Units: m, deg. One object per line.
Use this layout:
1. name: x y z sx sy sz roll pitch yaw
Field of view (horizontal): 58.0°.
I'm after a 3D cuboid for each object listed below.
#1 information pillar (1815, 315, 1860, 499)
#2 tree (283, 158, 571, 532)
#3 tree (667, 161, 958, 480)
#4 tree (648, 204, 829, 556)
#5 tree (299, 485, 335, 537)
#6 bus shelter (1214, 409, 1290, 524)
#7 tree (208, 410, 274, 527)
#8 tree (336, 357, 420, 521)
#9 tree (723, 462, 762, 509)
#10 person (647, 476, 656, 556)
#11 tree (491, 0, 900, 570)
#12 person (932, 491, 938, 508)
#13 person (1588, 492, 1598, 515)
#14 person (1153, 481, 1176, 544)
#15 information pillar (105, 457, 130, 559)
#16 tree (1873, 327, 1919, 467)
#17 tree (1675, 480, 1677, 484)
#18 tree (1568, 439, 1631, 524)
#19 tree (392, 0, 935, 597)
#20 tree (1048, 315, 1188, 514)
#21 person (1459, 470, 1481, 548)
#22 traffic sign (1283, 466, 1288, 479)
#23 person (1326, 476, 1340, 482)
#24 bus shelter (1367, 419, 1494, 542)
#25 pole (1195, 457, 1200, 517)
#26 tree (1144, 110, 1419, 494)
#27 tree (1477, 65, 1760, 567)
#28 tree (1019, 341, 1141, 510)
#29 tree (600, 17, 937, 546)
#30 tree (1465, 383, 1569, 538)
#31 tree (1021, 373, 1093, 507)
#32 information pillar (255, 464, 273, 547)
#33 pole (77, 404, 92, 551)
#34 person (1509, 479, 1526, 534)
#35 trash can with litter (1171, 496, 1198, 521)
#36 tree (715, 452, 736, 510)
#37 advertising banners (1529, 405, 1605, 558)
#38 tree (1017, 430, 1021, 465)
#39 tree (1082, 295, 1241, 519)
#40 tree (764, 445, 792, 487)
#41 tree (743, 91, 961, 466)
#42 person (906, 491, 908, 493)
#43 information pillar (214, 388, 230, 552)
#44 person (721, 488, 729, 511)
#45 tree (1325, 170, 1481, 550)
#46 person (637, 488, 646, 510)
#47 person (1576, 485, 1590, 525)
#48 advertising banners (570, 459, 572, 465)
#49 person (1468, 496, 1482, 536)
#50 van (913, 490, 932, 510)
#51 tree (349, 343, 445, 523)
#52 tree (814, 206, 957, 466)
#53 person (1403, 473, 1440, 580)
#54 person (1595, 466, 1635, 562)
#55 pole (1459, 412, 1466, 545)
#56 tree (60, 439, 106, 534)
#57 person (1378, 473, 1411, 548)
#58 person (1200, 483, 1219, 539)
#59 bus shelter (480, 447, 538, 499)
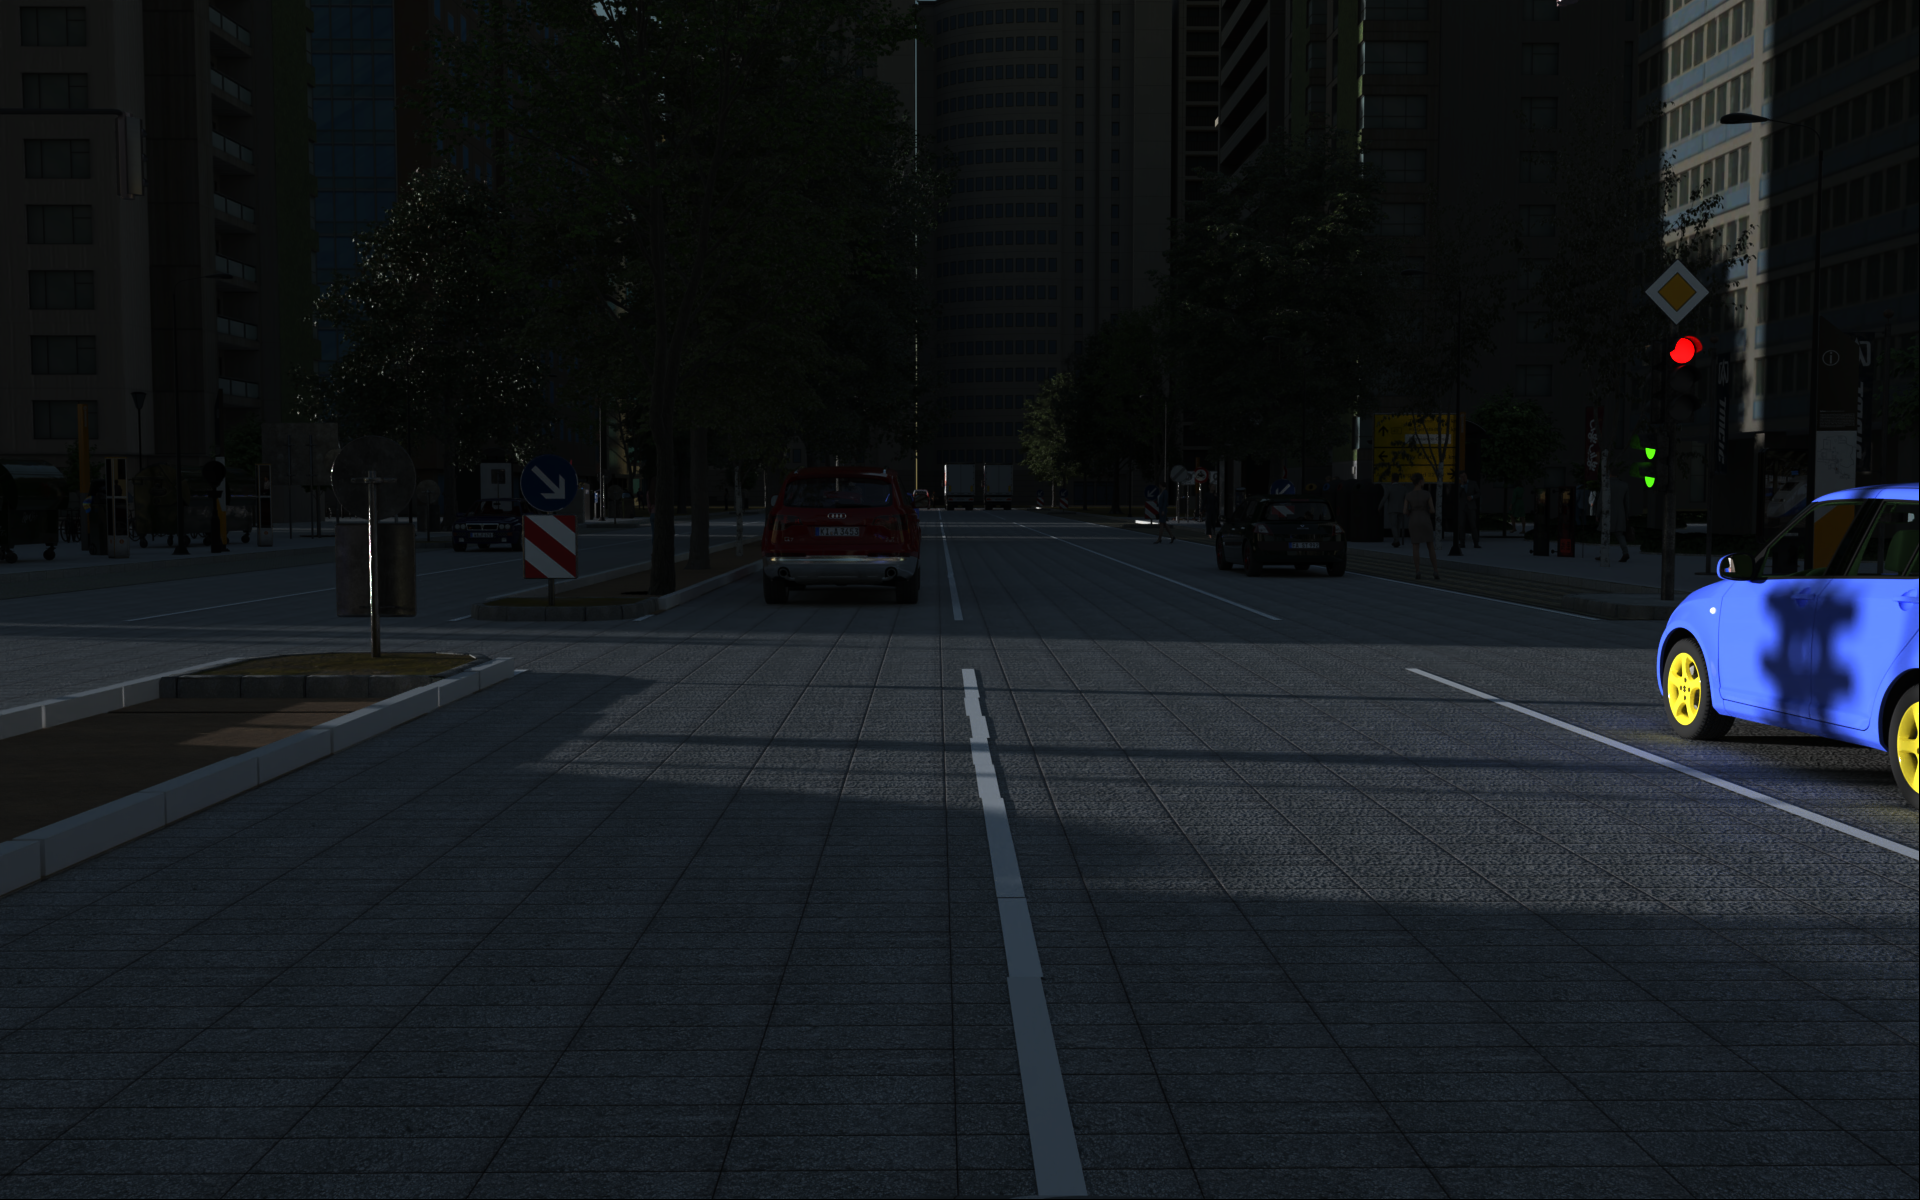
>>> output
1. information pillar: 11.465 -1.918 22.707 0.504 3.616 0.183 1 4 18
2. tree: -17.592 -8.699 59.243 9.611 12.733 9.660 0 3 0
3. tree: -4.859 -8.398 56.768 9.611 12.733 9.660 0 3 0
4. tree: -5.002 -5.281 39.158 4.737 8.622 4.395 0 3 0
5. tree: -19.233 -3.492 51.688 1.663 3.219 1.824 0 3 0
6. bus shelter: 11.473 -5.640 69.846 2.179 5.291 8.768 0 4 -1
7. tree: -27.657 -5.152 67.945 4.285 4.588 4.351 0 3 0
8. tree: -26.995 -7.984 80.906 4.737 8.622 4.395 0 3 0
9. tree: -18.484 -10.009 147.355 4.285 4.588 4.351 0 3 0
10. person: -6.632 -1.809 38.086 0.555 1.821 0.388 2 4 28
11. tree: -5.049 -6.866 32.837 7.486 12.596 7.792 0 3 0
12. person: -2.492 -9.968 172.193 0.721 1.735 1.217 2 4 28
13. person: 26.579 -4.075 72.845 0.590 1.801 0.661 1 4 19
14. person: 5.918 -2.543 50.094 0.654 1.822 0.581 1 4 9
15. information pillar: -16.803 -1.837 34.535 0.304 2.012 0.304 3 5 39
16. tree: 14.619 -2.457 23.893 4.285 4.588 4.351 0 3 0
17. tree: 37.054 -5.974 92.283 1.663 3.219 1.824 0 3 0
18. tree: 19.378 -3.573 53.024 1.663 3.219 1.824 0 3 0
19. tree: -4.103 -5.864 24.087 9.928 11.665 9.643 0 3 0
20. tree: 10.143 -11.873 111.134 9.611 12.733 9.660 0 3 0
21. person: 12.062 -2.158 41.126 0.655 1.846 0.447 1 4 23
22. traffic sign: 13.300 -4.423 72.415 0.768 2.556 0.104 0 4 7
23. person: 11.139 -2.806 51.895 0.580 1.828 0.573 2 4 25
24. bus shelter: 13.125 -3.355 48.783 2.014 3.302 5.546 0 4 -1
25. pole: 13.196 -6.262 96.234 0.158 3.312 0.155 0 3 0
26. tree: 10.818 -9.337 59.314 9.857 13.997 8.962 0 3 0
27. tree: 11.343 -4.873 30.039 4.360 8.622 3.978 0 3 0
28. tree: 9.886 -13.806 136.090 12.009 13.543 11.850 0 3 0
29. tree: -5.090 -8.424 46.852 9.857 13.997 8.962 0 3 0
30. tree: 16.099 -4.109 50.892 4.285 4.588 4.351 0 3 0
31. tree: 10.115 -14.853 160.968 7.486 12.596 7.792 0 3 0
32. information pillar: -16.953 -2.306 42.189 0.304 2.012 0.304 -2 4 -34
33. pole: -19.831 -2.777 39.239 0.158 3.312 0.155 0 3 0
34. person: 18.131 -3.057 56.272 0.600 1.795 0.529 -3 5 -41
35. trash can with litter: 11.214 -4.497 84.590 2.233 1.210 1.678 -1 4 -19
36. tree: -18.569 -11.744 142.379 4.360 8.622 3.978 0 3 0
37. advertising banners: 12.328 -2.386 35.198 0.090 3.025 2.074 -1 4 -21
38. tree: 9.302 -15.446 170.666 7.486 12.596 7.792 0 3 0
39. tree: 10.295 -9.982 88.956 9.928 11.665 9.643 0 3 0
40. tree: -18.818 -13.416 169.714 4.360 8.622 3.978 0 3 0
41. tree: -6.729 -13.545 79.806 12.611 20.169 13.585 0 3 0
42. person: -5.048 -9.486 164.308 1.217 1.735 0.721 -1 4 -10
43. information pillar: -16.489 -2.891 38.620 0.183 3.616 0.504 -3 4 -36
44. person: -18.245 -7.818 134.588 0.721 1.735 1.217 1 4 17
45. tree: 10.836 -5.460 39.633 4.360 8.622 3.978 0 3 0
46. person: -25.835 -8.186 140.327 0.683 1.767 0.568 -2 4 -25
47. person: 19.595 -2.953 54.587 0.793 1.790 0.793 2 4 33
48. advertising banners: -19.305 -5.522 86.476 0.090 3.025 2.074 -1 4 -18
49. person: 15.881 -2.782 53.335 0.330 1.601 0.589 3 5 41
50. van: -3.609 -9.400 160.696 2.013 2.044 4.112 0 4 0
51. tree: -23.477 -7.477 72.606 4.360 8.622 3.978 0 3 0
52. tree: -5.178 -9.469 67.642 12.009 13.543 11.850 0 3 0
53. person: 7.704 -1.225 28.877 0.599 1.781 0.374 1 4 20
54. person: 12.364 -1.629 32.786 0.694 1.812 0.767 -1 4 -11
55. pole: 12.464 -3.010 43.063 0.158 3.312 0.155 0 3 0
56. tree: -28.366 -3.735 55.662 1.663 3.219 1.824 0 3 0
57. person: 10.481 -2.164 41.695 0.678 1.792 0.850 0 4 -6
58. person: 7.960 -2.828 55.158 0.576 1.772 0.534 -2 4 -31
59. bus shelter: -20.087 -5.092 77.184 2.014 3.302 5.546 0 4 -1
